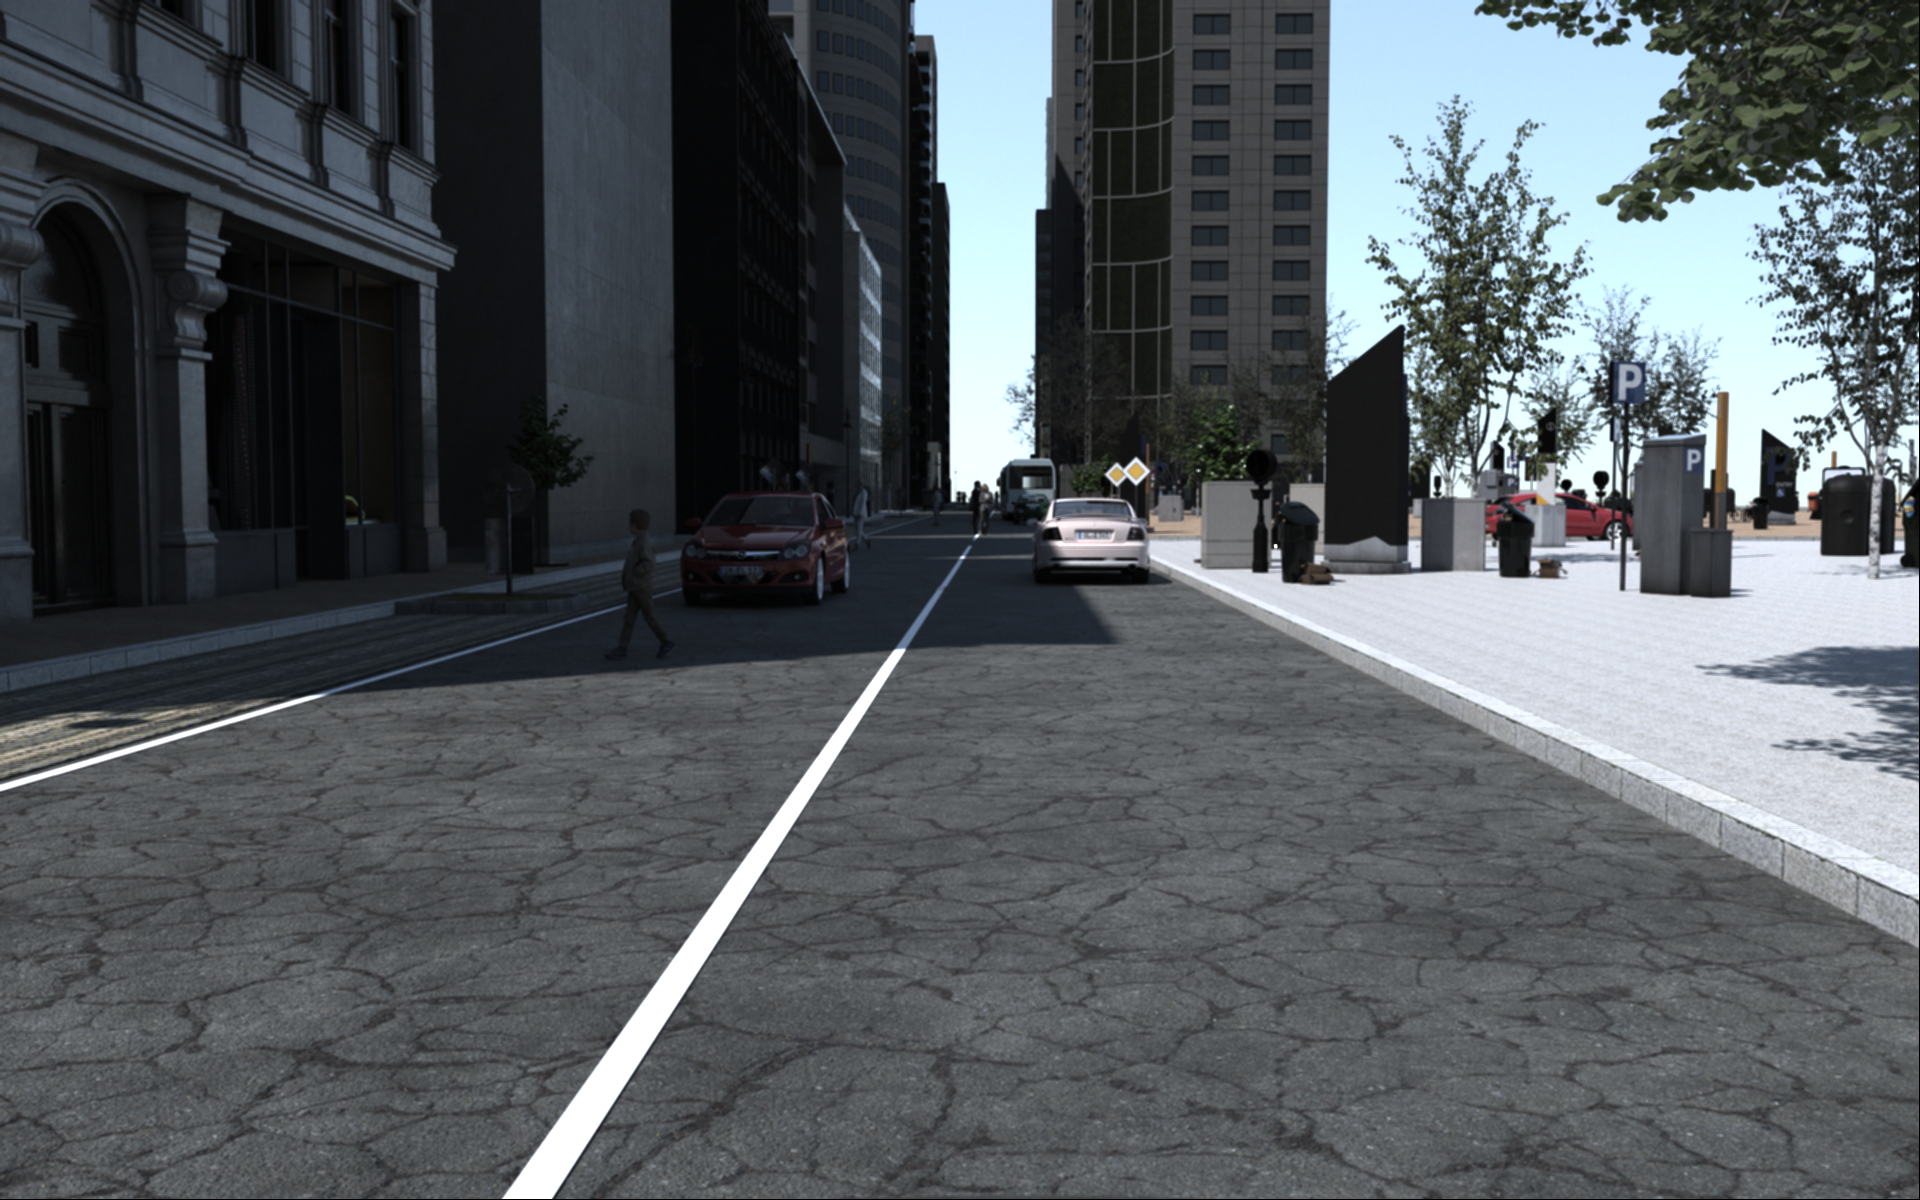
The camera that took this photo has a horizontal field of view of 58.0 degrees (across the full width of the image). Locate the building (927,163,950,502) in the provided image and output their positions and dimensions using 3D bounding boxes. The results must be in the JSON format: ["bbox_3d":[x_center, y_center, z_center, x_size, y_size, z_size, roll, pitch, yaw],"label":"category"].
[{"bbox_3d":[-12.470,-38.639,255.443,21.300,48.544,21.600,0,4,1],"label":"building"}]

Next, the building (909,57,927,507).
[{"bbox_3d":[-14.719,-31.638,171.912,22.147,44.769,28.867,0,4,1],"label":"building"}]

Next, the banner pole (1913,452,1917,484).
[{"bbox_3d":[55.596,-6.786,100.961,0.401,3.779,0.863,1,4,11],"label":"banner pole"}]

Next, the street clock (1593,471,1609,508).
[{"bbox_3d":[20.116,-3.047,54.387,0.358,2.002,0.471,-1,4,-20],"label":"street clock"}]

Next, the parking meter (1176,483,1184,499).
[{"bbox_3d":[11.434,-5.162,90.113,0.399,1.863,0.255,0,4,-4],"label":"parking meter"}]

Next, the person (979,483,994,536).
[{"bbox_3d":[0.922,-3.132,59.891,0.537,1.800,0.526,0,4,-1],"label":"person"}]

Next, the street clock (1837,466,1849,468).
[{"bbox_3d":[22.552,-2.427,44.253,0.471,2.002,0.358,1,4,15],"label":"street clock"}]

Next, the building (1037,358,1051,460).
[{"bbox_3d":[24.342,-23.481,228.958,27.650,21.520,28.899,0,4,1],"label":"building"}]

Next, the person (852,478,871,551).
[{"bbox_3d":[-2.481,-2.171,43.872,0.514,1.842,0.818,3,5,42],"label":"person"}]

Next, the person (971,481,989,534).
[{"bbox_3d":[0.692,-3.290,61.659,0.474,1.900,0.648,-3,4,-37],"label":"person"}]

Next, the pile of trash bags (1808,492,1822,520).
[{"bbox_3d":[43.500,-4.712,86.785,3.447,1.369,1.912,-3,4,-37],"label":"pile of trash bags"}]

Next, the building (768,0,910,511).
[{"bbox_3d":[-15.466,-36.759,143.015,21.231,58.520,28.212,0,4,1],"label":"building"}]

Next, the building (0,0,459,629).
[{"bbox_3d":[-13.573,-9.658,8.813,10.553,20.767,40.483,0,4,1],"label":"building"}]

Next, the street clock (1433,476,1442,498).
[{"bbox_3d":[18.806,-3.894,68.234,0.358,2.002,0.471,1,4,22],"label":"street clock"}]

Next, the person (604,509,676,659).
[{"bbox_3d":[-2.774,-0.141,15.084,0.640,1.303,0.475,-3,4,-36],"label":"person"}]

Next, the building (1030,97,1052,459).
[{"bbox_3d":[22.391,-58.636,271.368,22.319,86.520,31.000,0,4,1],"label":"building"}]

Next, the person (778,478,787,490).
[{"bbox_3d":[-4.050,-1.850,39.025,0.520,1.790,0.573,-1,4,-18],"label":"person"}]

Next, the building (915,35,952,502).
[{"bbox_3d":[-11.765,-51.227,275.807,20.563,71.187,20.611,0,4,1],"label":"building"}]

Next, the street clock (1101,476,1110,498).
[{"bbox_3d":[5.707,-3.878,67.978,0.358,2.002,0.471,-1,4,-18],"label":"street clock"}]

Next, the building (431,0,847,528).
[{"bbox_3d":[-13.989,-16.290,85.416,14.314,24.678,30.058,0,4,1],"label":"building"}]

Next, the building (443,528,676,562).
[{"bbox_3d":[-22.410,-13.457,39.090,30.058,24.678,14.314,0,4,1],"label":"building"}]

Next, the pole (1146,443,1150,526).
[{"bbox_3d":[7.528,-4.646,69.809,0.158,3.312,0.155,0,3,0],"label":"pole"}]

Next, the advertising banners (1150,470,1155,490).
[{"bbox_3d":[14.954,-8.045,127.720,2.074,3.025,0.090,1,4,17],"label":"advertising banners"}]

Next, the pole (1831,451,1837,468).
[{"bbox_3d":[41.626,-5.425,82.544,0.158,3.312,0.155,0,3,0],"label":"pole"}]

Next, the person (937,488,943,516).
[{"bbox_3d":[-1.438,-6.457,113.933,0.638,1.841,0.748,-1,4,-13],"label":"person"}]

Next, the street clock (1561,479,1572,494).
[{"bbox_3d":[29.780,-4.924,85.078,0.471,2.002,0.358,3,5,43],"label":"street clock"}]

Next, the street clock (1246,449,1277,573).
[{"bbox_3d":[4.905,-1.447,28.227,0.471,2.002,0.358,3,5,43],"label":"street clock"}]

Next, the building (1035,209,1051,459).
[{"bbox_3d":[17.828,-34.642,249.986,14.154,41.232,14.086,0,4,1],"label":"building"}]

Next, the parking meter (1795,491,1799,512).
[{"bbox_3d":[61.302,-7.252,126.979,0.372,1.533,0.369,0,3,0],"label":"parking meter"}]

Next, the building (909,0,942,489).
[{"bbox_3d":[-13.417,-55.957,227.567,22.319,86.520,31.000,0,4,1],"label":"building"}]

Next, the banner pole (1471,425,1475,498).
[{"bbox_3d":[18.623,-4.459,62.922,0.401,3.779,0.863,1,4,17],"label":"banner pole"}]

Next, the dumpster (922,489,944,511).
[{"bbox_3d":[-2.289,-8.405,145.641,1.865,1.857,1.264,0,4,3],"label":"dumpster"}]

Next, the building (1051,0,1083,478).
[{"bbox_3d":[19.438,-38.376,169.452,21.231,58.520,28.212,0,4,1],"label":"building"}]

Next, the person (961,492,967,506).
[{"bbox_3d":[0.447,-12.629,215.715,1.217,1.736,0.721,-3,5,-41],"label":"person"}]

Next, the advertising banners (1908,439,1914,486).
[{"bbox_3d":[30.722,-3.631,55.560,2.074,3.025,0.090,-3,5,-44],"label":"advertising banners"}]

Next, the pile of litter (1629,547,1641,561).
[{"bbox_3d":[13.768,-1.218,33.885,1.719,0.858,1.176,-1,4,-21],"label":"pile of litter"}]

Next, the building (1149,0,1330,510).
[{"bbox_3d":[18.718,-43.208,144.710,20.563,71.187,20.611,0,4,1],"label":"building"}]

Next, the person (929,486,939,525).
[{"bbox_3d":[-1.184,-4.313,79.196,0.466,1.800,0.511,0,4,2],"label":"person"}]

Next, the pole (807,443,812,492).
[{"bbox_3d":[-6.077,-4.649,69.855,0.158,3.312,0.155,0,3,0],"label":"pole"}]

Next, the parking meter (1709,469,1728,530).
[{"bbox_3d":[17.967,-2.159,41.012,0.399,1.863,0.255,-3,4,-37],"label":"parking meter"}]

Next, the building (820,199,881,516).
[{"bbox_3d":[-10.761,-15.554,109.063,10.420,20.320,16.860,0,4,1],"label":"building"}]

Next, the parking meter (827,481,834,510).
[{"bbox_3d":[-5.736,-4.342,76.699,0.255,1.863,0.399,1,4,12],"label":"parking meter"}]

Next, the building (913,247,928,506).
[{"bbox_3d":[-10.908,-25.811,193.704,14.160,30.474,14.107,0,4,1],"label":"building"}]

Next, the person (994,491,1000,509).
[{"bbox_3d":[3.634,-9.881,170.717,0.621,1.740,0.551,2,4,29],"label":"person"}]

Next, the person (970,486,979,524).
[{"bbox_3d":[0.832,-4.619,83.890,0.748,1.841,0.638,-1,4,-23],"label":"person"}]

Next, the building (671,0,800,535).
[{"bbox_3d":[-12.840,-14.197,61.805,12.332,23.373,15.834,0,4,1],"label":"building"}]

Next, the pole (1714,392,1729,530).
[{"bbox_3d":[15.233,-2.497,34.663,0.158,3.312,0.155,0,3,0],"label":"pole"}]
